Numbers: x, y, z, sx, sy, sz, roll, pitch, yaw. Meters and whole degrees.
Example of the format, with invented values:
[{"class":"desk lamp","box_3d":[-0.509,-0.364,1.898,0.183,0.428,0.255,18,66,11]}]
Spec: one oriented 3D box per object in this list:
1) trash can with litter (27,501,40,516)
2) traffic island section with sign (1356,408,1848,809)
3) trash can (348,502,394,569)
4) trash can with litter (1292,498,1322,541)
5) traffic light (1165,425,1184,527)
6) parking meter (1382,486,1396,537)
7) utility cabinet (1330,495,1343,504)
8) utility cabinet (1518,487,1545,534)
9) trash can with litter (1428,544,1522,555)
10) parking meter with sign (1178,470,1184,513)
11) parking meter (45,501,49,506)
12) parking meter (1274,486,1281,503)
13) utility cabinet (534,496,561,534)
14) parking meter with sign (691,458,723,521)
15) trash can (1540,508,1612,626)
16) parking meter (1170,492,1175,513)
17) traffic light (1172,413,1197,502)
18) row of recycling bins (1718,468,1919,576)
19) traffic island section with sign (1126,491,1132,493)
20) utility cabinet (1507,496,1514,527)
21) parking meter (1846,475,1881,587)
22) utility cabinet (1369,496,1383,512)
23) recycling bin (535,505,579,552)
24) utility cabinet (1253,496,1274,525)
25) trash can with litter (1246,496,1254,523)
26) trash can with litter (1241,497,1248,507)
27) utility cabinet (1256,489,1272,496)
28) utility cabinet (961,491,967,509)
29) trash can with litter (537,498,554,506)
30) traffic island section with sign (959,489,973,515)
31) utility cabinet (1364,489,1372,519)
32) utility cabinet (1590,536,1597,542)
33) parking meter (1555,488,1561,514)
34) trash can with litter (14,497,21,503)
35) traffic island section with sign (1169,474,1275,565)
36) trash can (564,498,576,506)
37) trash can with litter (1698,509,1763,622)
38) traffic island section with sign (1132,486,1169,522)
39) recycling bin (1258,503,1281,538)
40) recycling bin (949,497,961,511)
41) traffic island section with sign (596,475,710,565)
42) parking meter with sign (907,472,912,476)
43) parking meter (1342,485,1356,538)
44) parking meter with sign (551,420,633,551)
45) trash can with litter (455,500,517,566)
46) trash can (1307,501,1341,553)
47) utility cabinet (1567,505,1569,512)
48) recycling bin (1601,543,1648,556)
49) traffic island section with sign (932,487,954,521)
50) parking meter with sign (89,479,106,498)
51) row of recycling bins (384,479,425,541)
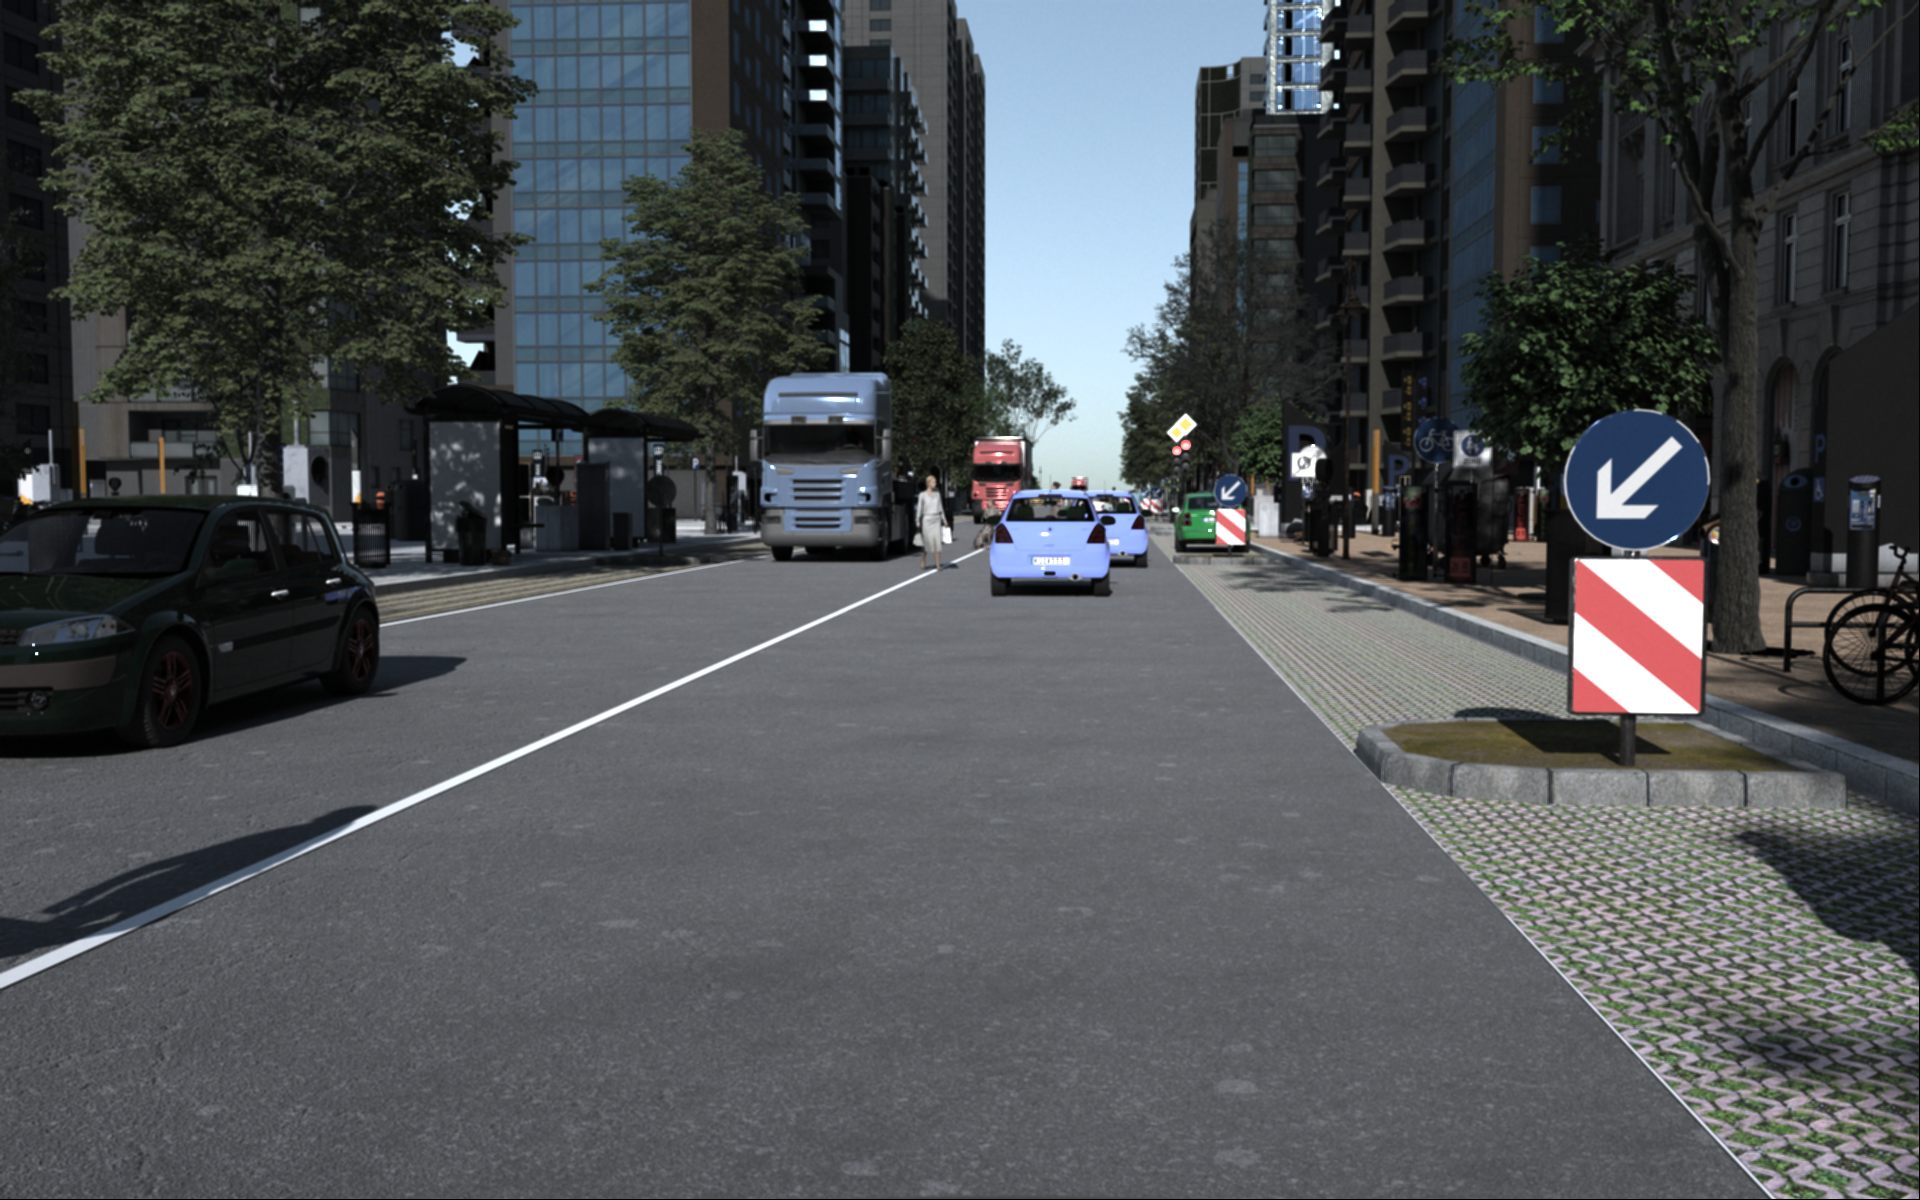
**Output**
[{"class":"trash can with litter","box_3d":[-19.864,-1.522,35.949,2.233,1.210,1.678,-3,5,-40]},{"class":"traffic island section with sign","box_3d":[3.108,-0.014,8.851,1.989,1.847,2.006,0,4,5]},{"class":"trash can","box_3d":[-10.168,-1.118,29.928,0.748,1.137,0.748,0,3,0]},{"class":"trash can with litter","box_3d":[9.396,-2.184,47.103,0.624,1.170,1.055,-2,4,-24]},{"class":"traffic light","box_3d":[8.494,-4.845,68.140,0.839,4.253,0.868,0,4,5]},{"class":"parking meter","box_3d":[12.934,-2.680,52.228,0.372,1.533,0.369,0,3,0]},{"class":"utility cabinet","box_3d":[17.910,-4.421,83.439,1.020,1.237,0.306,-1,4,-15]},{"class":"utility cabinet","box_3d":[18.178,-2.830,54.956,1.173,1.500,0.318,-1,4,-18]},{"class":"trash can with litter","box_3d":[10.840,-1.589,37.043,2.233,1.210,1.678,1,4,23]},{"class":"parking meter with sign","box_3d":[13.812,-6.918,109.373,0.543,3.016,1.738,0,4,2]},{"class":"parking meter","box_3d":[-42.478,-4.589,80.749,0.399,1.863,0.255,3,4,36]},{"class":"parking meter","box_3d":[9.749,-2.713,52.763,0.372,1.533,0.369,0,3,0]},{"class":"utility cabinet","box_3d":[-13.468,-2.766,56.390,0.306,1.237,1.020,2,4,30]},{"class":"parking meter with sign","box_3d":[-11.983,-5.282,82.614,1.738,3.016,0.543,2,4,31]},{"class":"trash can","box_3d":[6.074,-0.327,17.008,0.748,1.137,0.748,0,3,0]},{"class":"parking meter","box_3d":[14.625,-6.777,119.222,0.372,1.533,0.369,0,3,0]},{"class":"traffic light","box_3d":[7.810,-4.359,60.184,0.839,4.253,0.868,0,4,5]},{"class":"row of recycling bins","box_3d":[13.552,-1.216,26.993,1.069,1.692,3.534,-3,4,-38]},{"class":"traffic island section with sign","box_3d":[12.472,-6.687,117.952,1.989,1.847,2.006,0,4,5]},{"class":"utility cabinet","box_3d":[21.339,-3.475,67.979,0.306,1.237,1.020,-1,4,-17]},{"class":"parking meter","box_3d":[11.790,-0.868,22.606,0.372,1.533,0.369,0,3,0]},{"class":"utility cabinet","box_3d":[18.066,-3.871,74.452,1.020,1.237,0.306,-2,4,-29]},{"class":"recycling bin","box_3d":[-8.985,-1.594,38.622,0.722,1.027,0.722,1,4,19]},{"class":"utility cabinet","box_3d":[12.615,-3.679,71.317,1.020,1.237,0.306,1,4,15]},{"class":"trash can with litter","box_3d":[12.692,-4.081,77.786,2.233,1.210,1.678,0,4,-7]},{"class":"trash can with litter","box_3d":[14.853,-4.910,91.672,0.624,1.170,1.055,-1,4,-9]},{"class":"utility cabinet","box_3d":[12.951,-3.980,73.750,0.318,1.500,1.173,2,4,28]},{"class":"utility cabinet","box_3d":[0.335,-8.254,143.637,0.318,1.500,1.173,-1,4,-13]},{"class":"trash can with litter","box_3d":[-11.606,-2.312,49.191,0.624,1.170,1.055,-2,4,-35]},{"class":"traffic island section with sign","box_3d":[0.956,-6.747,118.948,1.989,1.847,2.006,0,4,5]},{"class":"utility cabinet","box_3d":[18.774,-4.344,79.711,0.318,1.500,1.173,1,4,8]},{"class":"utility cabinet","box_3d":[17.074,-2.180,46.804,0.306,1.237,1.020,3,5,42]},{"class":"parking meter","box_3d":[24.444,-3.800,70.535,0.372,1.533,0.369,0,3,0]},{"class":"trash can with litter","box_3d":[-41.863,-3.992,76.654,1.055,1.170,0.624,1,4,21]},{"class":"traffic island section with sign","box_3d":[5.414,-1.656,35.707,1.989,1.847,2.006,0,4,5]},{"class":"trash can","box_3d":[-15.566,-3.546,69.629,0.748,1.137,0.748,0,3,0]},{"class":"trash can with litter","box_3d":[7.585,-0.371,17.450,0.624,1.170,1.055,0,4,-7]},{"class":"traffic island section with sign","box_3d":[10.085,-4.982,90.088,1.989,1.847,2.006,0,4,5]},{"class":"recycling bin","box_3d":[9.192,-2.348,50.949,0.722,1.027,0.722,1,4,19]},{"class":"recycling bin","box_3d":[-0.372,-7.073,128.204,0.722,1.027,0.722,3,4,38]},{"class":"traffic island section with sign","box_3d":[-6.215,-1.643,35.496,1.989,1.847,2.006,0,4,5]},{"class":"parking meter with sign","box_3d":[-3.987,-8.533,135.769,0.543,3.016,1.738,-1,4,-11]},{"class":"parking meter","box_3d":[11.290,-2.560,50.261,0.372,1.533,0.369,0,3,0]},{"class":"parking meter with sign","box_3d":[-8.346,-2.639,39.403,1.738,3.016,0.543,0,4,7]},{"class":"trash can with litter","box_3d":[-8.530,-1.210,31.174,1.055,1.170,0.624,0,4,-2]},{"class":"trash can","box_3d":[7.890,-1.585,37.575,0.748,1.137,0.748,0,3,0]},{"class":"utility cabinet","box_3d":[19.554,-2.642,54.351,0.306,1.237,1.020,-3,4,-37]},{"class":"recycling bin","box_3d":[13.626,-1.408,35.571,0.722,1.027,0.722,-2,4,-25]},{"class":"traffic island section with sign","box_3d":[-1.353,-5.103,92.054,1.989,1.847,2.006,0,4,5]},{"class":"parking meter with sign","box_3d":[-44.954,-5.756,90.363,1.738,3.016,0.543,-3,5,-44]},{"class":"row of recycling bins","box_3d":[-15.503,-2.546,48.735,1.069,1.692,3.534,-2,4,-25]}]
